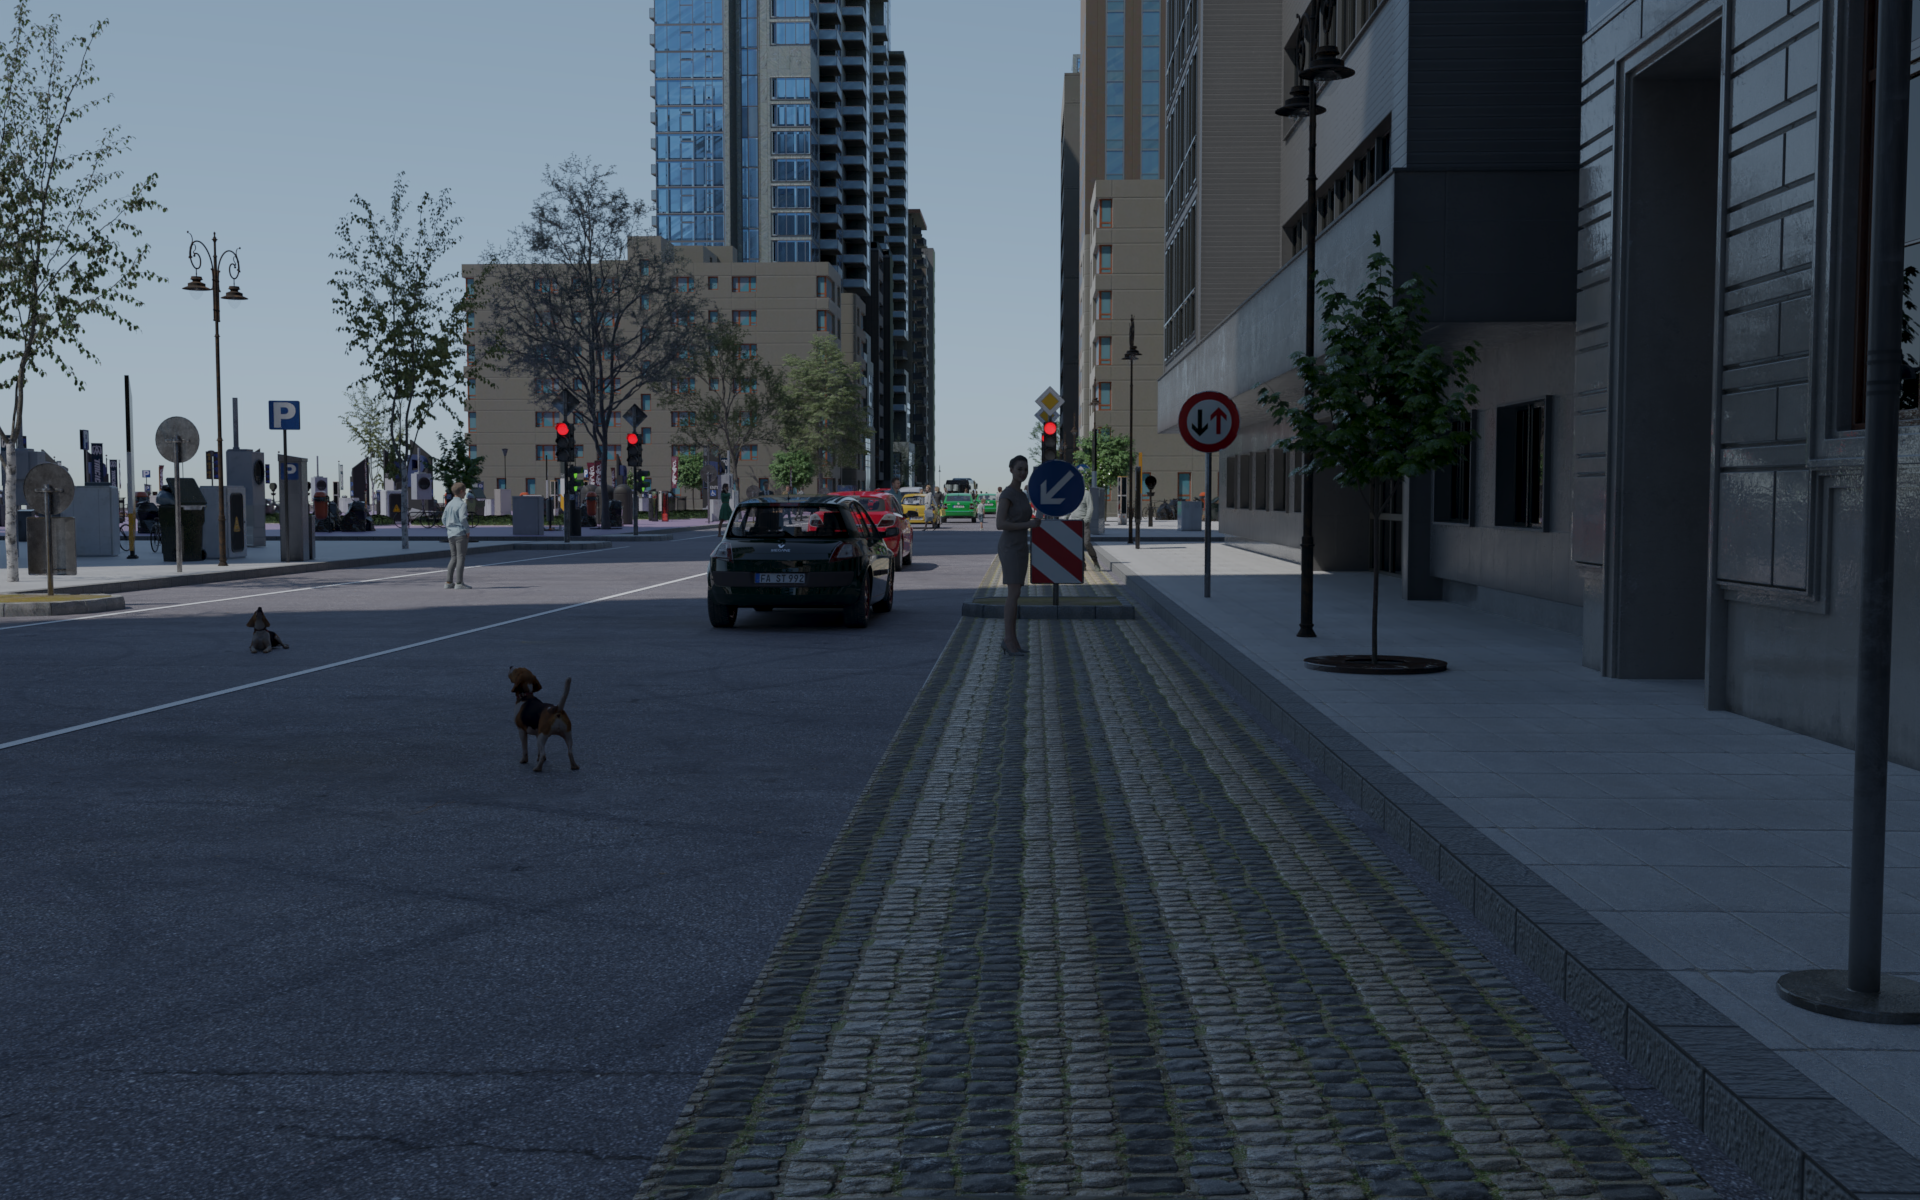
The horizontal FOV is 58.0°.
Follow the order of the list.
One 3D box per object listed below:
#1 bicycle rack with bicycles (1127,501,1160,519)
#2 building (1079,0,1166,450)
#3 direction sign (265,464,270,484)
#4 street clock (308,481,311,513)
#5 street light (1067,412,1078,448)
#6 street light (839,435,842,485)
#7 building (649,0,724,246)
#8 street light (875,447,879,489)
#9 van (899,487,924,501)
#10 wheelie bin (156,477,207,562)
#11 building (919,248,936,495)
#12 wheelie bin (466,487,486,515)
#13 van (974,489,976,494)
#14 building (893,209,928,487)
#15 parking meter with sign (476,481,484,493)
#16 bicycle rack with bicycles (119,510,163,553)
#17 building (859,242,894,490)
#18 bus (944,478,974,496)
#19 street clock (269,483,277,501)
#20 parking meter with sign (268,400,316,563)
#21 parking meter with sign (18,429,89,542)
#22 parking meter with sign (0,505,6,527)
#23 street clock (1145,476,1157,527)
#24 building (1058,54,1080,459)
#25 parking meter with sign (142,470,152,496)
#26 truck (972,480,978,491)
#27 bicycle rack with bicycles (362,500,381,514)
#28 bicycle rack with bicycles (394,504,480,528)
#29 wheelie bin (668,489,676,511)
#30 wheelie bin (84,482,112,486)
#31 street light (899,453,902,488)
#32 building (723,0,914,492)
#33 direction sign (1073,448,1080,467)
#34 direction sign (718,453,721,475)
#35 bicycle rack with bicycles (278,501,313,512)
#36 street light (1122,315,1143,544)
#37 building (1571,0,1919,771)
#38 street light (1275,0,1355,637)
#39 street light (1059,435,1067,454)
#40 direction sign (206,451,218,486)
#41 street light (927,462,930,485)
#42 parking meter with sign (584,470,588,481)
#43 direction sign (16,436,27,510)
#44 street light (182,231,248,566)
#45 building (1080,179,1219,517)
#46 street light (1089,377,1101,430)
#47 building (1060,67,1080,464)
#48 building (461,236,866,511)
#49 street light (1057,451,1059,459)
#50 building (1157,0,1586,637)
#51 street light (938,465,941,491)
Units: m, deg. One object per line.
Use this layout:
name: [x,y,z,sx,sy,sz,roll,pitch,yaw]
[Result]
bicycle rack with bicycles: [9.124,-4.601,88.604,2.852,0.926,2.925,2,4,30]
building: [17.400,-30.524,149.177,14.600,45.320,14.200,0,4,2]
direction sign: [-52.375,-8.465,130.402,0.876,3.537,0.379,-3,5,-44]
street clock: [-37.447,-5.799,99.381,0.358,2.002,0.471,3,4,38]
street light: [6.479,-7.668,98.165,0.468,5.910,1.993,0,4,2]
street light: [-9.027,-9.686,131.156,0.468,5.910,1.993,0,4,2]
building: [-19.252,-52.583,172.401,22.319,86.520,31.000,0,4,2]
street light: [-7.732,-11.548,161.592,0.468,5.910,1.993,0,4,2]
van: [-2.920,-5.747,100.969,2.013,2.044,4.112,0,4,3]
wheelie bin: [-14.869,-1.536,33.022,0.693,1.594,0.980,2,4,25]
building: [-11.381,-36.475,279.959,14.154,41.232,14.086,0,4,2]
wheelie bin: [-22.235,-4.377,79.480,0.693,1.594,0.980,2,4,30]
van: [1.074,-13.382,223.181,2.240,2.365,5.245,0,4,3]
building: [-16.295,-36.940,258.596,22.147,44.769,28.867,0,4,2]
parking meter with sign: [-28.456,-6.482,102.247,0.543,3.016,1.738,-3,5,-41]
bicycle rack with bicycles: [-18.047,-1.528,38.372,2.852,0.926,2.925,0,4,-3]
building: [-15.066,-25.980,196.472,14.160,30.474,14.107,0,4,2]
bus: [-0.020,-12.057,191.984,2.948,3.499,13.247,0,4,3]
street clock: [-43.629,-6.452,110.068,0.471,2.002,0.358,2,4,25]
parking meter with sign: [-12.725,-2.255,33.130,0.543,3.016,1.738,-1,4,-10]
parking meter with sign: [-24.490,-3.088,46.750,1.738,3.016,0.543,-1,4,-11]
parking meter with sign: [-37.918,-4.353,67.427,0.543,3.016,1.738,1,4,9]
street clock: [7.462,-3.865,67.765,0.471,2.002,0.358,0,4,7]
building: [24.834,-57.078,245.900,22.319,86.520,31.000,0,4,2]
parking meter with sign: [-59.426,-7.985,126.810,0.543,3.016,1.738,-1,4,-18]
truck: [0.855,-15.017,241.459,3.469,3.379,9.791,0,4,2]
bicycle rack with bicycles: [-32.908,-5.140,97.428,2.852,0.926,2.925,0,4,-5]
bicycle rack with bicycles: [-19.579,-3.196,65.642,2.925,0.926,2.852,1,4,8]
wheelie bin: [-18.511,-6.298,110.878,0.693,1.594,0.980,-1,4,-11]
wheelie bin: [-22.972,-2.338,46.136,0.980,1.594,0.693,-2,4,-27]
street light: [-6.542,-13.362,191.260,0.468,5.910,1.993,0,4,2]
building: [-16.853,-55.949,227.442,22.319,86.520,31.000,0,4,2]
direction sign: [5.984,-5.729,85.668,0.876,3.537,0.379,-1,4,-20]
direction sign: [-13.420,-6.393,96.528,0.379,3.537,0.876,0,4,0]
bicycle rack with bicycles: [-47.375,-6.673,122.491,2.925,0.926,2.852,0,4,0]
street light: [4.423,-4.401,44.739,0.468,5.910,1.993,0,4,2]
building: [9.193,-10.162,2.311,11.583,22.565,21.152,0,4,2]
street light: [3.116,-2.606,15.396,0.468,5.910,1.993,0,4,2]
street light: [7.730,-9.465,127.543,0.468,5.910,1.993,0,4,2]
direction sign: [-39.681,-6.114,91.957,0.379,3.537,0.876,1,4,19]
street light: [-4.434,-16.521,242.903,0.468,5.910,1.993,0,4,2]
parking meter with sign: [-25.961,-7.800,123.789,1.738,3.016,0.543,-3,5,-43]
direction sign: [-36.388,-4.582,66.905,0.379,3.537,0.876,1,4,20]
street light: [-13.135,-3.542,30.694,0.468,5.910,1.993,0,4,2]
building: [21.853,-16.170,109.420,27.650,21.520,28.899,0,4,2]
street light: [5.300,-5.837,68.223,0.468,5.910,1.993,0,4,2]
building: [21.917,-34.720,191.371,21.300,48.544,21.600,0,4,2]
building: [-22.992,-18.298,144.205,27.650,21.520,28.899,0,4,2]
street light: [8.429,-10.506,144.563,0.468,5.910,1.993,0,4,2]
building: [11.480,-12.807,28.464,14.314,24.678,30.058,0,4,2]
street light: [-3.189,-18.315,272.242,0.468,5.910,1.993,0,4,2]
